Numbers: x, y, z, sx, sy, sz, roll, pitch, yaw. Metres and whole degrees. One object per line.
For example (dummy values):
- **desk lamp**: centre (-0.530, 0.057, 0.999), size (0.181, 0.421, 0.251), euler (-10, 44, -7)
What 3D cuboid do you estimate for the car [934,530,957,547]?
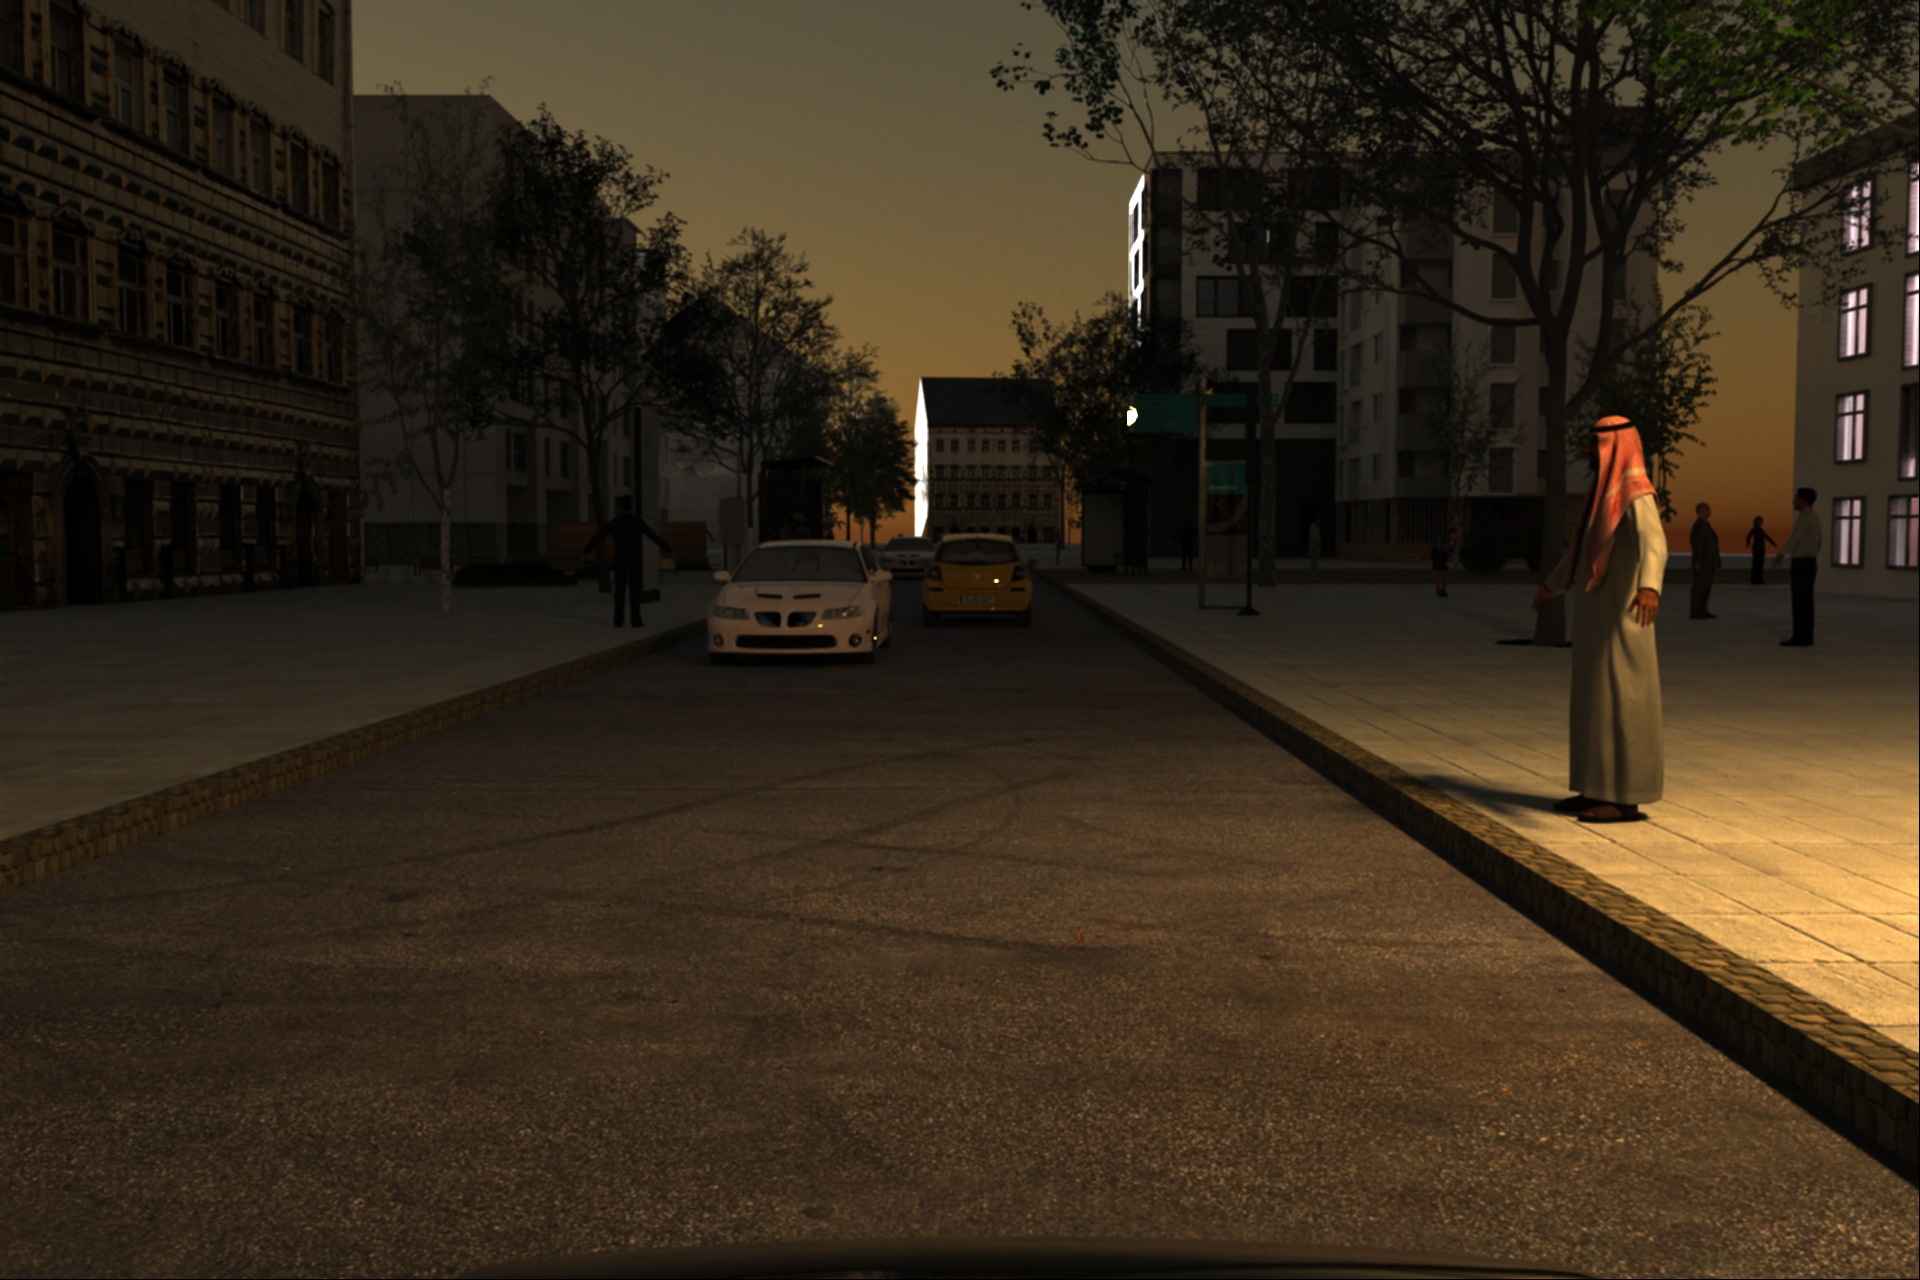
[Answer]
- **car**: centre (-0.581, -6.352, 112.903), size (2.155, 1.783, 4.494), euler (0, 4, 1)

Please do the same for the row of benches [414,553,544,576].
- **row of benches**: centre (-15.042, -2.390, 54.542), size (4.104, 0.672, 1.422), euler (-2, 4, -31)

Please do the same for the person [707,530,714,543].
- **person**: centre (-11.173, -4.217, 75.081), size (1.348, 1.813, 0.705), euler (2, 4, 31)

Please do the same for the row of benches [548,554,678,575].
- **row of benches**: centre (-10.884, -2.352, 53.916), size (4.104, 0.672, 1.422), euler (-1, 4, -12)

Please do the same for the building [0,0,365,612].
- **building**: centre (-24.756, -12.501, 35.319), size (19.493, 23.208, 18.063), euler (0, 3, 0)

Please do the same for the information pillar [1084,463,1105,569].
- **information pillar**: centre (4.942, -4.520, 63.280), size (0.750, 3.857, 0.750), euler (0, 4, -1)

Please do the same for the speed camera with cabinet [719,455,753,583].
- **speed camera with cabinet**: centre (-5.664, -3.029, 43.852), size (0.660, 3.252, 2.038), euler (0, 4, 1)

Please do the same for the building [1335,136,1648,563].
- **building**: centre (24.727, -14.222, 88.950), size (16.016, 20.090, 11.380), euler (0, 4, 1)

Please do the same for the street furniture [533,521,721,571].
- **street furniture**: centre (-13.254, -3.389, 62.267), size (9.812, 1.723, 11.010), euler (-1, 4, -13)

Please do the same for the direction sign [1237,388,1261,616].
- **direction sign**: centre (4.577, -2.162, 27.344), size (0.379, 3.537, 0.876), euler (0, 4, 1)

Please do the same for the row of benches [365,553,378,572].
- **row of benches**: centre (-21.906, -2.728, 60.065), size (4.104, 0.672, 1.422), euler (2, 4, 28)

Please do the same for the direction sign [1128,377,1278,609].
- **direction sign**: centre (4.113, -2.456, 28.918), size (2.525, 3.948, 1.411), euler (0, 4, 1)

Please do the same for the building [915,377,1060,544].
- **building**: centre (3.517, -24.982, 241.847), size (18.063, 23.208, 19.493), euler (0, 4, -6)

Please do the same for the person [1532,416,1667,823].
- **person**: centre (2.916, -0.103, 7.834), size (0.704, 1.811, 1.347), euler (0, 4, 0)

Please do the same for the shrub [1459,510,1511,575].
- **shrub**: centre (16.626, -3.109, 54.876), size (1.661, 2.075, 1.752), euler (0, 3, 0)

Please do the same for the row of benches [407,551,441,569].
- **row of benches**: centre (-19.565, -2.947, 63.651), size (1.422, 0.672, 4.104), euler (-2, 4, -29)

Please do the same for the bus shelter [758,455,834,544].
- **bus shelter**: centre (-5.128, -3.888, 54.851), size (1.731, 3.624, 6.357), euler (0, 4, 1)

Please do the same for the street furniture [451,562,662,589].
- **street furniture**: centre (-10.649, -1.825, 45.466), size (5.734, 0.657, 10.072), euler (-1, 4, -12)

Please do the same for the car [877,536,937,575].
- **car**: centre (-1.622, -2.692, 56.379), size (2.083, 1.381, 4.827), euler (0, 4, 0)

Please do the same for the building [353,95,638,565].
- **building**: centre (-27.259, -13.420, 85.869), size (16.747, 18.905, 31.486), euler (0, 3, 0)

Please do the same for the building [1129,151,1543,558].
- **building**: centre (24.360, -16.218, 109.147), size (27.936, 21.610, 32.646), euler (0, 4, 0)

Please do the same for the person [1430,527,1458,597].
- **person**: centre (9.918, -1.598, 35.396), size (0.421, 1.427, 0.697), euler (-1, 4, -17)

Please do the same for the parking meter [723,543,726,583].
- **parking meter**: centre (-6.029, -2.437, 45.554), size (0.399, 1.863, 0.255), euler (0, 4, 2)

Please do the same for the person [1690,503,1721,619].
- **person**: centre (11.324, -1.204, 26.282), size (0.434, 1.755, 0.990), euler (3, 5, 40)

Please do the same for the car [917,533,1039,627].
- **car**: centre (0.287, -1.097, 28.163), size (2.015, 1.641, 3.980), euler (0, 4, 1)

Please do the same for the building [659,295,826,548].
- **building**: centre (-22.928, -20.535, 166.668), size (19.493, 23.208, 18.063), euler (0, 3, 0)

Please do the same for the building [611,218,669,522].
- **building**: centre (-24.852, -15.203, 104.988), size (16.016, 20.090, 11.380), euler (0, 3, 0)

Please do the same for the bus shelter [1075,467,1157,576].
- **bus shelter**: centre (4.880, -3.738, 55.043), size (2.014, 3.302, 5.546), euler (0, 4, -1)

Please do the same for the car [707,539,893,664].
- **car**: centre (-1.814, -0.504, 20.603), size (2.083, 1.381, 4.827), euler (0, 4, 1)

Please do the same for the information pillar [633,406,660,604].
- **information pillar**: centre (-5.900, -2.526, 32.618), size (0.184, 3.620, 1.656), euler (0, 4, 1)

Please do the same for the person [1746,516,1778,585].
- **person**: centre (20.170, -2.251, 43.606), size (1.215, 1.729, 0.721), euler (-2, 4, -32)

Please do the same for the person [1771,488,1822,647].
- **person**: centre (9.646, -0.839, 19.872), size (0.704, 1.810, 1.344), euler (3, 5, 42)

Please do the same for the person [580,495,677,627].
- **person**: centre (-4.585, -1.091, 23.887), size (1.345, 1.823, 0.704), euler (0, 4, 0)

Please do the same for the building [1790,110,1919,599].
- **building**: centre (23.345, -5.104, 25.593), size (9.099, 9.664, 28.070), euler (0, 4, 1)
